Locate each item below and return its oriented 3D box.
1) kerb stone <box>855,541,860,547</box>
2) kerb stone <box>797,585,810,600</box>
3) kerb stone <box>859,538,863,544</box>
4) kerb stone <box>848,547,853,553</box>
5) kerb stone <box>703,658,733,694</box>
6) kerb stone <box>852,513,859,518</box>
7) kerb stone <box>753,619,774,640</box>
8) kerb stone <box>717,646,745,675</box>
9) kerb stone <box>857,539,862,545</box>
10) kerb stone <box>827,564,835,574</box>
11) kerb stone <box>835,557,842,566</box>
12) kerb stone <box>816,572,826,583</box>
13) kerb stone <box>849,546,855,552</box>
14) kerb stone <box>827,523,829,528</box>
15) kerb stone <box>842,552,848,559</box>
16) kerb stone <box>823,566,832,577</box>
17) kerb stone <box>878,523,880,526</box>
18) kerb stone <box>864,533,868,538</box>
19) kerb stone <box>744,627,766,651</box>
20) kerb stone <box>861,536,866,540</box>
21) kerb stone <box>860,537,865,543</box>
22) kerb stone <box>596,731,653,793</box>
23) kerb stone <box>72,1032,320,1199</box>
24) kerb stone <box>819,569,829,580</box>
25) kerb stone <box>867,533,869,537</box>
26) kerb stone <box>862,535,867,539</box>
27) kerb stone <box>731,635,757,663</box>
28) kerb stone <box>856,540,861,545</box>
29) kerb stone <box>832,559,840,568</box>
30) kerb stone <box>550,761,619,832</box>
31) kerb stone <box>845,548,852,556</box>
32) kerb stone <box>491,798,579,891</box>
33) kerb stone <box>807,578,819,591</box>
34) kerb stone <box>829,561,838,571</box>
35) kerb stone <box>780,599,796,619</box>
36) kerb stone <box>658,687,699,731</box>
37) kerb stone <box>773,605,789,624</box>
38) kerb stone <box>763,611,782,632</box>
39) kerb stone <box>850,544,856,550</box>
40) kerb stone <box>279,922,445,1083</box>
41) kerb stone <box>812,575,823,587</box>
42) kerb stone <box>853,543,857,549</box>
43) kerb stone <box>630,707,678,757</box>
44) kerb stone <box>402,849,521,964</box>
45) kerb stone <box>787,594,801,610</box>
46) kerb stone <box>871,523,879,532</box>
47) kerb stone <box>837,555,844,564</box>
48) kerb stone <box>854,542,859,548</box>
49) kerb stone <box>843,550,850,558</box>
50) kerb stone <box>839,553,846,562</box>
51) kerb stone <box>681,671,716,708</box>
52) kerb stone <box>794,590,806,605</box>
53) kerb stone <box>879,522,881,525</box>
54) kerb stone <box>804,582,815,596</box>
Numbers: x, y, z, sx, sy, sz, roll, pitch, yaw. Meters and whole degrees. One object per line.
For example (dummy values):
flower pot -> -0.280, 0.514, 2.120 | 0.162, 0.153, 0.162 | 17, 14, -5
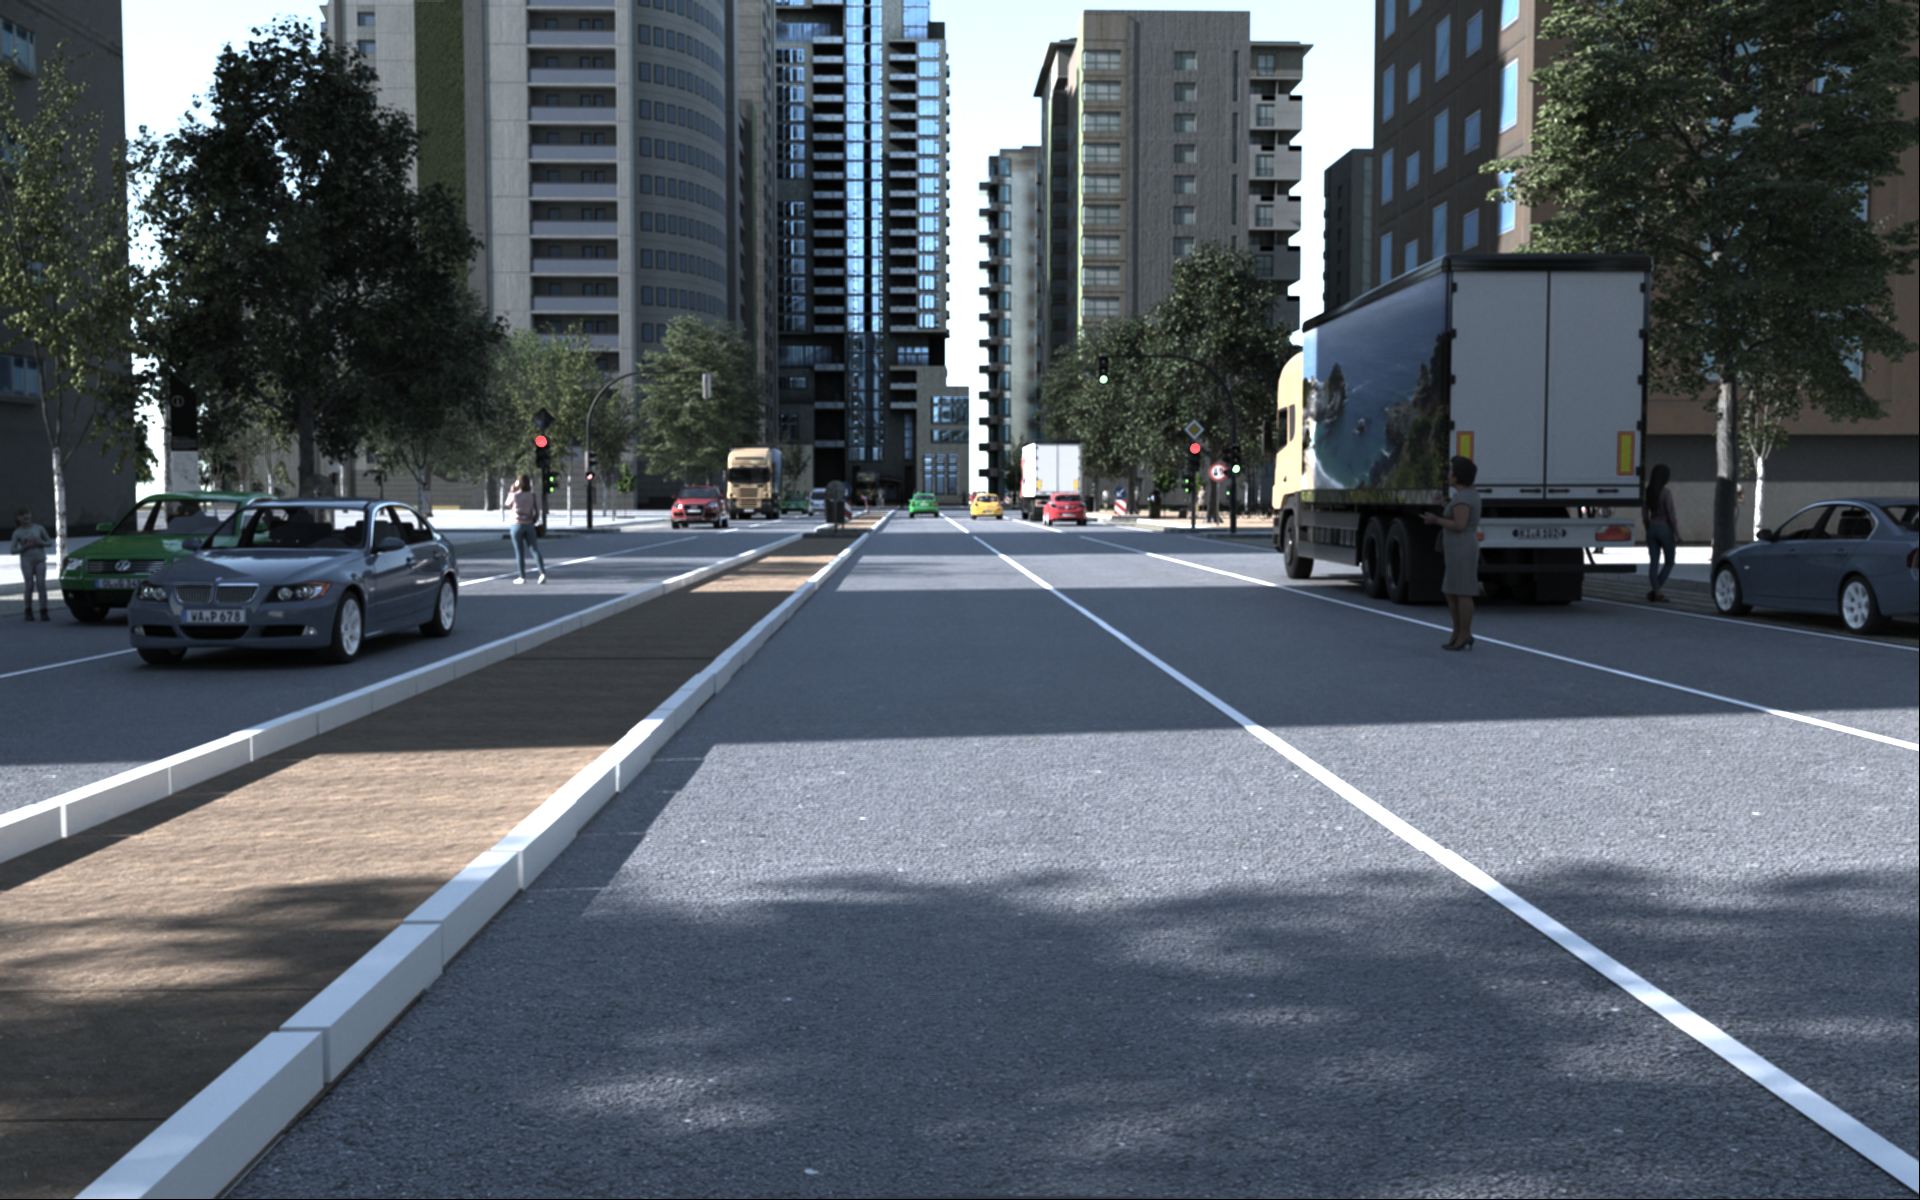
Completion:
kerb stone -> -2.724, -1.370, 44.705 | 0.120, 0.150, 1.000 | 0, 4, -2
kerb stone -> -2.124, -0.059, 23.167 | 0.120, 0.150, 1.000 | 0, 4, -2
kerb stone -> -2.810, -1.566, 47.792 | 0.120, 0.150, 1.000 | 0, 4, -2
kerb stone -> -2.582, -1.063, 39.569 | 0.120, 0.150, 1.000 | 0, 4, -2
kerb stone -> -1.820, 0.570, 12.902 | 0.120, 0.150, 1.000 | 0, 4, -2
kerb stone -> -6.690, -5.413, 110.697 | 0.120, 0.150, 1.000 | 0, 4, -2
kerb stone -> -1.951, 0.318, 16.997 | 0.120, 0.150, 1.000 | 0, 4, -2
kerb stone -> -1.859, 0.507, 13.923 | 0.120, 0.150, 1.000 | 0, 4, -2
kerb stone -> -2.779, -1.500, 46.757 | 0.120, 0.150, 1.000 | 0, 4, -2
kerb stone -> -2.320, -0.499, 30.349 | 0.120, 0.150, 1.000 | 0, 4, -2
kerb stone -> -2.404, -0.687, 33.426 | 0.120, 0.150, 1.000 | 0, 4, -2
kerb stone -> -2.233, -0.311, 27.274 | 0.120, 0.150, 1.000 | 0, 4, -2
kerb stone -> -2.605, -1.125, 40.591 | 0.120, 0.150, 1.000 | 0, 4, -2
kerb stone -> -5.554, -2.959, 70.727 | 0.120, 0.150, 1.000 | 0, 4, -2
kerb stone -> -2.496, -0.875, 36.495 | 0.120, 0.150, 1.000 | 0, 4, -2
kerb stone -> -2.295, -0.434, 29.327 | 0.120, 0.150, 1.000 | 0, 4, -2
kerb stone -> -3.459, -2.968, 70.777 | 0.120, 0.150, 1.000 | 0, 4, -2
kerb stone -> -2.953, -1.879, 52.921 | 0.120, 0.150, 1.000 | 0, 4, -2
kerb stone -> -1.916, 0.383, 15.972 | 0.120, 0.150, 1.000 | 0, 4, -2
kerb stone -> -2.863, -1.691, 49.837 | 0.120, 0.150, 1.000 | 0, 4, -2
kerb stone -> -2.837, -1.628, 48.816 | 0.120, 0.150, 1.000 | 0, 4, -2
kerb stone -> -1.703, 0.820, 8.785 | 0.120, 0.150, 1.000 | 0, 4, -2
kerb stone -> -1.572, 1.138, 3.648 | 0.120, 0.150, 1.000 | 0, 4, -2
kerb stone -> -2.265, -0.370, 28.302 | 0.120, 0.150, 1.000 | 0, 4, -2
kerb stone -> -2.989, -1.942, 53.942 | 0.120, 0.150, 1.000 | 0, 4, -2
kerb stone -> -2.892, -1.754, 50.866 | 0.120, 0.150, 1.000 | 0, 4, -2
kerb stone -> -1.883, 0.443, 14.950 | 0.120, 0.150, 1.000 | 0, 4, -2
kerb stone -> -2.755, -1.440, 45.736 | 0.120, 0.150, 1.000 | 0, 4, -2
kerb stone -> -2.380, -0.624, 32.401 | 0.120, 0.150, 1.000 | 0, 4, -2
kerb stone -> -1.686, 0.885, 7.763 | 0.120, 0.150, 1.000 | 0, 4, -2
kerb stone -> -2.548, -1.000, 38.545 | 0.120, 0.150, 1.000 | 0, 4, -2
kerb stone -> -1.650, 0.945, 6.742 | 0.120, 0.150, 1.000 | 0, 4, -2
kerb stone -> -2.178, -0.184, 25.221 | 0.120, 0.150, 1.000 | 0, 4, -2
kerb stone -> -2.343, -0.562, 31.377 | 0.120, 0.150, 1.000 | 0, 4, -2
kerb stone -> -2.025, 0.129, 20.084 | 0.120, 0.150, 1.000 | 0, 4, -2
kerb stone -> -1.771, 0.694, 10.846 | 0.120, 0.150, 1.000 | 0, 4, -2
kerb stone -> -2.004, 0.192, 19.059 | 0.120, 0.150, 1.000 | 0, 4, -2
kerb stone -> -1.974, 0.255, 18.031 | 0.120, 0.150, 1.000 | 0, 4, -2
kerb stone -> -2.640, -1.188, 41.618 | 0.120, 0.150, 1.000 | 0, 4, -2
kerb stone -> -1.595, 1.074, 4.678 | 0.120, 0.150, 1.000 | 0, 4, -2
kerb stone -> -2.202, -0.248, 26.248 | 0.120, 0.150, 1.000 | 0, 4, -2
kerb stone -> -2.672, -1.250, 42.639 | 0.120, 0.150, 1.000 | 0, 4, -2
kerb stone -> -1.743, 0.759, 9.823 | 0.120, 0.150, 1.000 | 0, 4, -2
kerb stone -> -1.631, 1.008, 5.710 | 0.120, 0.150, 1.000 | 0, 4, -2
kerb stone -> -2.060, 0.066, 21.116 | 0.120, 0.150, 1.000 | 0, 4, -2
kerb stone -> -3.428, -2.907, 69.755 | 0.120, 0.150, 1.000 | 0, 4, -2
kerb stone -> -2.435, -0.749, 34.448 | 0.120, 0.150, 1.000 | 0, 4, -2
kerb stone -> -2.698, -1.313, 43.670 | 0.120, 0.150, 1.000 | 0, 4, -2
kerb stone -> -2.524, -0.932, 37.517 | 0.120, 0.150, 1.000 | 0, 4, -2
kerb stone -> -2.463, -0.812, 35.474 | 0.120, 0.150, 1.000 | 0, 4, -2
kerb stone -> -1.806, 0.631, 11.879 | 0.120, 0.150, 1.000 | 0, 4, -2
kerb stone -> -2.089, 0.010, 22.138 | 0.120, 0.150, 1.000 | 0, 4, -2
kerb stone -> -3.511, -3.096, 72.820 | 0.120, 0.150, 1.000 | 0, 4, -2
kerb stone -> -2.145, -0.122, 24.198 | 0.120, 0.150, 1.000 | 0, 4, -2
